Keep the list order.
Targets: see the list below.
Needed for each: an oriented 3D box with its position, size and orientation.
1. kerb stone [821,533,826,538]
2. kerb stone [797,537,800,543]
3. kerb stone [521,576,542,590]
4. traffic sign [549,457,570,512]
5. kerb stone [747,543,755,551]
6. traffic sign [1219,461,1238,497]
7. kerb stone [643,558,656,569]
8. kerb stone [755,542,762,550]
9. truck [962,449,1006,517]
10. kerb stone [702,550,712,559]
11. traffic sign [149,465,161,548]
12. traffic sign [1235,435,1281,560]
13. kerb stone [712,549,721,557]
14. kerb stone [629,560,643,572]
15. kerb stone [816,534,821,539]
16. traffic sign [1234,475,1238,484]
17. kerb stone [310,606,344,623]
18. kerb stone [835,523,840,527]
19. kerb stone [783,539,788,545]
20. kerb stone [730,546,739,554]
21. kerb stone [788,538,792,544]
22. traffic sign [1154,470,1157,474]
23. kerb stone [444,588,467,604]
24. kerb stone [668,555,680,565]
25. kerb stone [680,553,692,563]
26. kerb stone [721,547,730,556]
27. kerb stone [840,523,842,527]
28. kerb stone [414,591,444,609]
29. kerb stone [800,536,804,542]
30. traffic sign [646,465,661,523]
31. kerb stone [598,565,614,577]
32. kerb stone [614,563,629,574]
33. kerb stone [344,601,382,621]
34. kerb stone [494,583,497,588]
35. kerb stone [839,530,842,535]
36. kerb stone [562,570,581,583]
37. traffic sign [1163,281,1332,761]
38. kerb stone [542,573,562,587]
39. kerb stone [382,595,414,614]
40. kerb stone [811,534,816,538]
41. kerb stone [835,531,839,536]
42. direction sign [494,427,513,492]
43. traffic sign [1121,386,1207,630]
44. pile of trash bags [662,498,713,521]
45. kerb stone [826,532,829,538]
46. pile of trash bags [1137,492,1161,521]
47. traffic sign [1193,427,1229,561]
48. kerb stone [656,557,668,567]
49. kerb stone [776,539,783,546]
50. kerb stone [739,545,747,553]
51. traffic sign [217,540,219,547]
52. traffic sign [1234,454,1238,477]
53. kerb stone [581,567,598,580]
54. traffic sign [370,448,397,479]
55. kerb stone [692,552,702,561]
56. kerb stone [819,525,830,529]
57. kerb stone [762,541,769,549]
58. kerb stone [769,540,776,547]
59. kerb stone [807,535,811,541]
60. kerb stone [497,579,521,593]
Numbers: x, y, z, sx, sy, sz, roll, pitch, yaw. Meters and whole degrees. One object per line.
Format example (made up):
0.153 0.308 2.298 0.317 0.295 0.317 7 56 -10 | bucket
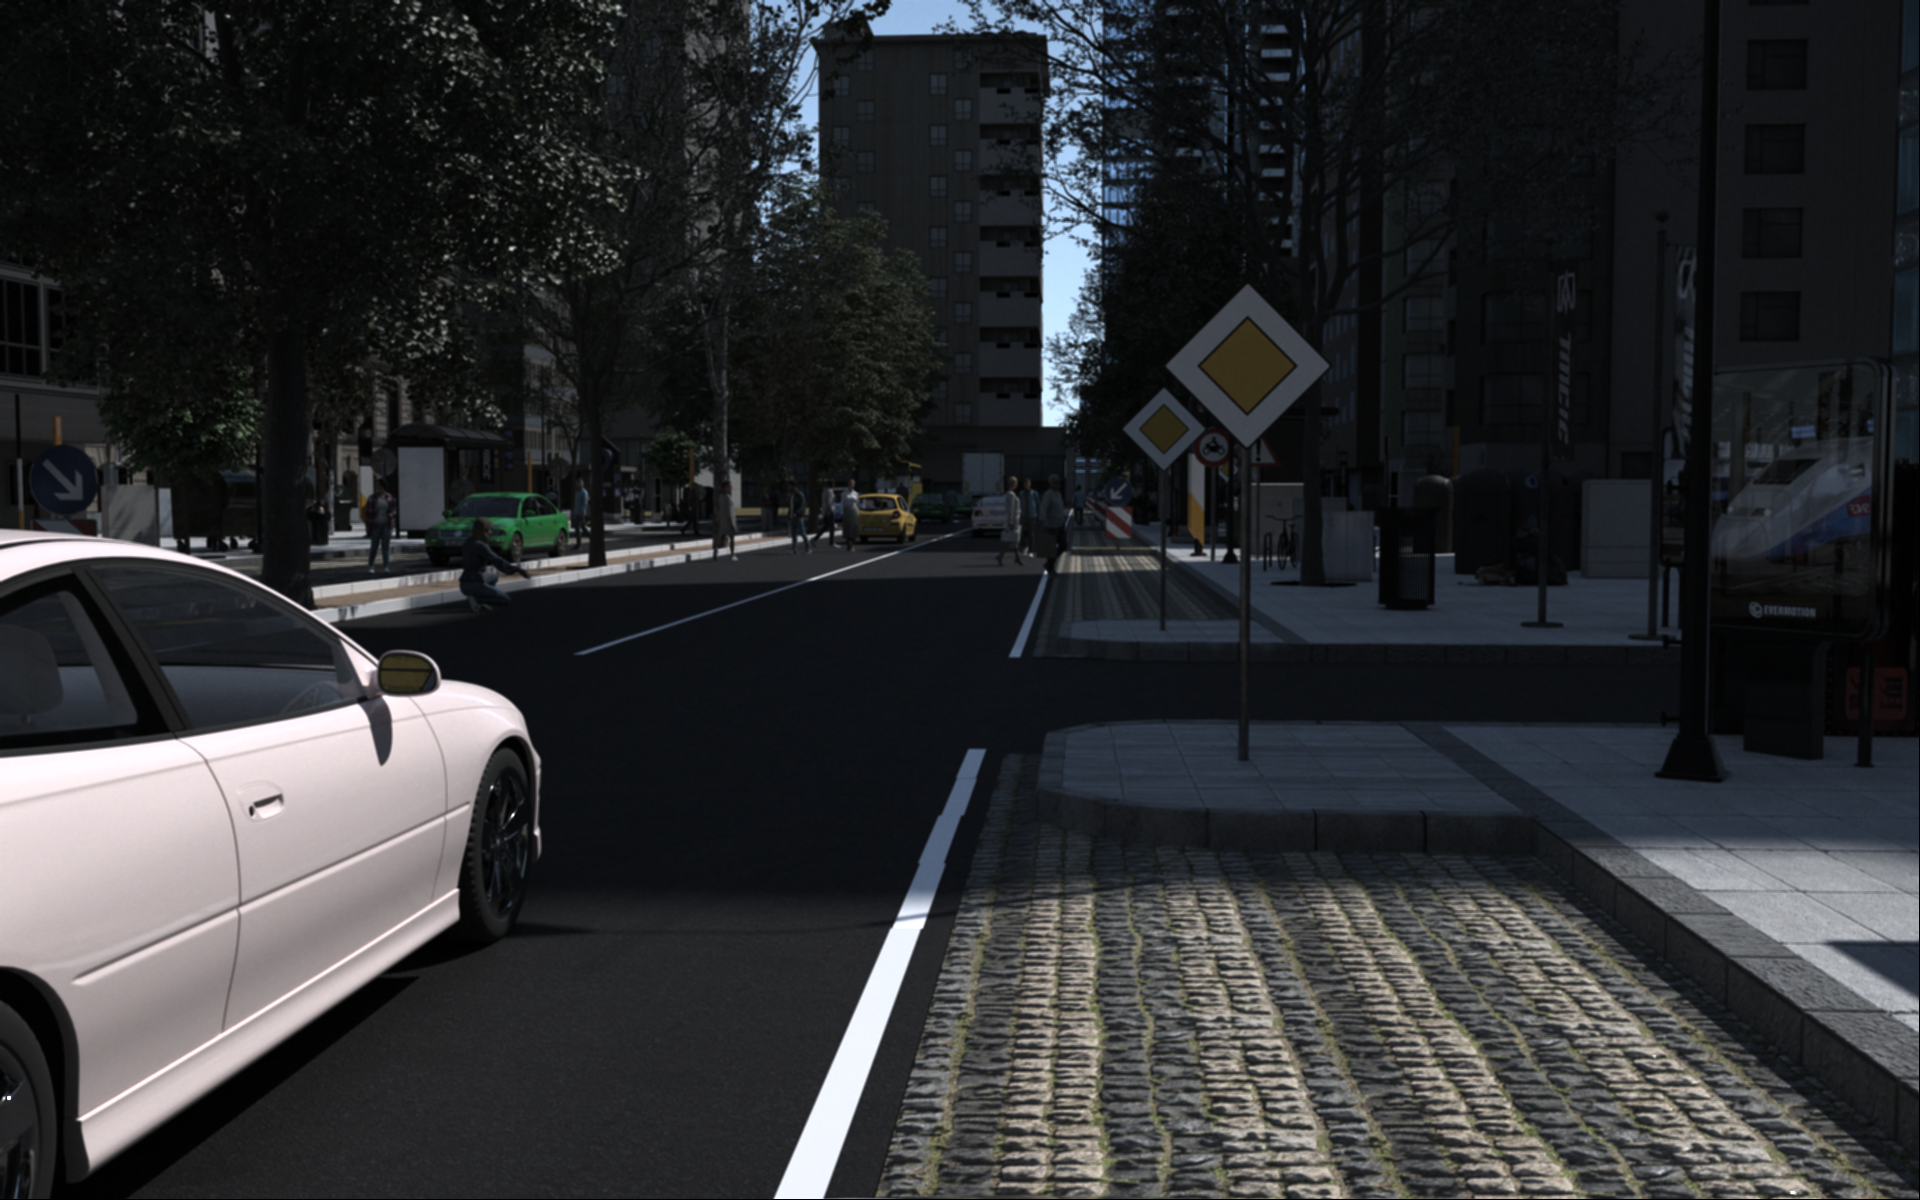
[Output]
-4.548 -2.055 55.816 0.120 0.150 1.000 0 4 4 | kerb stone
-4.889 -1.743 50.700 0.120 0.150 1.000 0 4 4 | kerb stone
-6.568 -0.240 26.162 0.120 0.150 1.000 0 4 4 | kerb stone
-13.891 -3.664 60.018 0.768 2.556 0.104 1 4 9 | traffic sign
-5.384 -1.304 43.551 0.120 0.150 1.000 0 4 4 | kerb stone
8.227 -3.193 53.388 0.795 2.450 0.064 1 4 10 | traffic sign
-6.080 -0.680 33.320 0.120 0.150 1.000 0 4 4 | kerb stone
-5.315 -1.367 44.570 0.120 0.150 1.000 0 4 4 | kerb stone
1.591 -7.631 113.686 2.839 4.237 11.283 0 4 2 | truck
-5.726 -0.993 38.437 0.120 0.150 1.000 0 4 4 | kerb stone
-16.955 -2.229 36.548 0.768 2.556 0.104 1 4 13 | traffic sign
5.803 -2.062 33.711 0.884 2.594 0.081 1 4 12 | traffic sign
-5.658 -1.056 39.459 0.120 0.150 1.000 0 4 4 | kerb stone
-6.149 -0.618 32.300 0.120 0.150 1.000 0 4 4 | kerb stone
-4.615 -1.994 54.796 0.120 0.150 1.000 0 4 4 | kerb stone
11.246 -4.317 70.587 0.884 2.594 0.081 1 4 10 | traffic sign
-7.059 0.195 19.004 0.120 0.150 1.000 0 4 4 | kerb stone
-5.377 -3.193 74.394 0.120 0.150 1.000 0 4 4 | kerb stone
-5.033 -1.614 48.651 0.120 0.150 1.000 0 4 4 | kerb stone
-5.519 -1.181 41.500 0.120 0.150 1.000 0 4 4 | kerb stone
-4.963 -1.676 49.671 0.120 0.150 1.000 0 4 4 | kerb stone
10.299 -5.508 90.163 0.768 2.556 0.104 1 4 12 | traffic sign
-6.774 -0.055 23.096 0.120 0.150 1.000 0 4 4 | kerb stone
-5.938 -0.806 35.368 0.120 0.150 1.000 0 4 4 | kerb stone
-5.864 -0.868 36.391 0.120 0.150 1.000 0 4 4 | kerb stone
-5.594 -1.114 40.479 0.120 0.150 1.000 0 4 4 | kerb stone
-5.310 -3.253 75.414 0.120 0.150 1.000 0 4 4 | kerb stone
-6.846 0.008 22.071 0.120 0.150 1.000 0 4 4 | kerb stone
-4.823 -1.802 51.736 0.120 0.150 1.000 0 4 4 | kerb stone
-13.627 -4.682 76.656 0.768 2.556 0.104 1 4 10 | traffic sign
-6.289 -0.493 30.257 0.120 0.150 1.000 0 4 4 | kerb stone
-6.217 -0.555 31.277 0.120 0.150 1.000 0 4 4 | kerb stone
-6.977 0.133 20.024 0.120 0.150 1.000 0 4 4 | kerb stone
-6.712 -0.116 24.116 0.120 0.150 1.000 0 4 4 | kerb stone
-4.257 -2.306 59.930 0.120 0.150 1.000 0 4 4 | kerb stone
-6.424 -0.368 28.204 0.120 0.150 1.000 0 4 4 | kerb stone
1.362 -0.284 8.280 0.795 2.450 0.064 0 4 4 | traffic sign
-6.495 -0.305 27.181 0.120 0.150 1.000 0 4 4 | kerb stone
-6.918 0.074 21.051 0.120 0.150 1.000 0 4 4 | kerb stone
-4.681 -1.932 53.775 0.120 0.150 1.000 0 4 4 | kerb stone
-4.341 -2.237 58.895 0.120 0.150 1.000 0 4 4 | kerb stone
-15.506 -4.074 58.603 0.379 3.537 0.876 3 5 42 | direction sign
1.906 -0.771 16.246 0.795 2.450 0.064 0 4 4 | traffic sign
-12.902 -4.608 85.101 1.912 1.369 3.447 3 4 38 | pile of trash bags
-4.472 -2.115 56.843 0.120 0.150 1.000 0 4 4 | kerb stone
9.441 -4.474 82.907 1.912 1.369 3.447 -2 4 -24 | pile of trash bags
4.838 -2.015 33.057 0.768 2.556 0.104 1 4 12 | traffic sign
-6.013 -0.743 34.340 0.120 0.150 1.000 0 4 4 | kerb stone
-5.094 -1.556 47.630 0.120 0.150 1.000 0 4 4 | kerb stone
-5.443 -1.244 42.527 0.120 0.150 1.000 0 4 4 | kerb stone
-17.966 -2.558 41.927 0.768 2.556 0.104 0 4 5 | traffic sign
8.335 -3.270 53.567 0.768 2.556 0.104 0 4 5 | traffic sign
-6.354 -0.430 29.232 0.120 0.150 1.000 0 4 4 | kerb stone
-16.018 -2.936 48.104 0.768 2.556 0.104 0 4 6 | traffic sign
-5.801 -0.931 37.412 0.120 0.150 1.000 0 4 4 | kerb stone
-5.590 -3.003 71.316 0.120 0.150 1.000 0 4 4 | kerb stone
-5.236 -1.431 45.590 0.120 0.150 1.000 0 4 4 | kerb stone
-5.169 -1.489 46.611 0.120 0.150 1.000 0 4 4 | kerb stone
-4.754 -1.869 52.756 0.120 0.150 1.000 0 4 4 | kerb stone
-6.633 -0.179 25.140 0.120 0.150 1.000 0 4 4 | kerb stone
